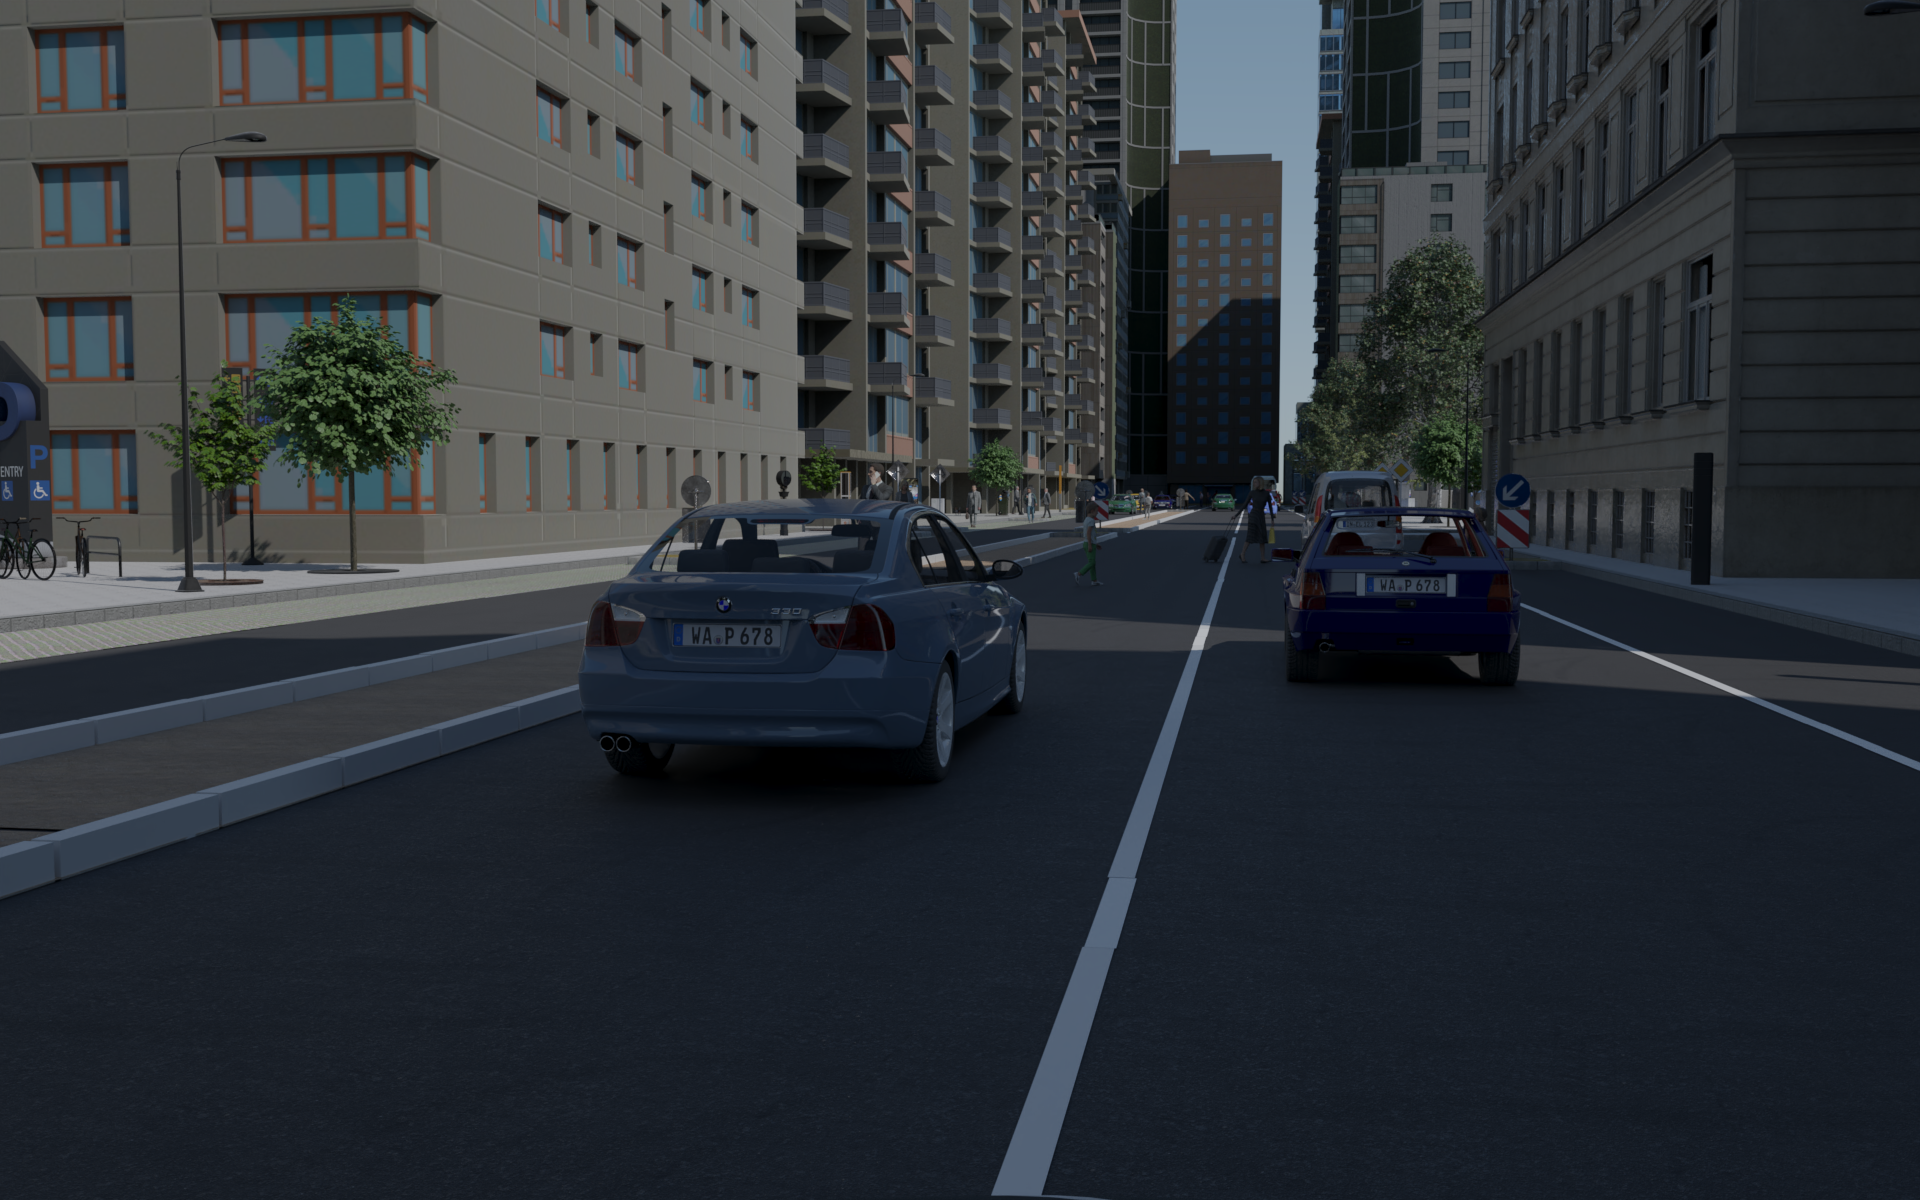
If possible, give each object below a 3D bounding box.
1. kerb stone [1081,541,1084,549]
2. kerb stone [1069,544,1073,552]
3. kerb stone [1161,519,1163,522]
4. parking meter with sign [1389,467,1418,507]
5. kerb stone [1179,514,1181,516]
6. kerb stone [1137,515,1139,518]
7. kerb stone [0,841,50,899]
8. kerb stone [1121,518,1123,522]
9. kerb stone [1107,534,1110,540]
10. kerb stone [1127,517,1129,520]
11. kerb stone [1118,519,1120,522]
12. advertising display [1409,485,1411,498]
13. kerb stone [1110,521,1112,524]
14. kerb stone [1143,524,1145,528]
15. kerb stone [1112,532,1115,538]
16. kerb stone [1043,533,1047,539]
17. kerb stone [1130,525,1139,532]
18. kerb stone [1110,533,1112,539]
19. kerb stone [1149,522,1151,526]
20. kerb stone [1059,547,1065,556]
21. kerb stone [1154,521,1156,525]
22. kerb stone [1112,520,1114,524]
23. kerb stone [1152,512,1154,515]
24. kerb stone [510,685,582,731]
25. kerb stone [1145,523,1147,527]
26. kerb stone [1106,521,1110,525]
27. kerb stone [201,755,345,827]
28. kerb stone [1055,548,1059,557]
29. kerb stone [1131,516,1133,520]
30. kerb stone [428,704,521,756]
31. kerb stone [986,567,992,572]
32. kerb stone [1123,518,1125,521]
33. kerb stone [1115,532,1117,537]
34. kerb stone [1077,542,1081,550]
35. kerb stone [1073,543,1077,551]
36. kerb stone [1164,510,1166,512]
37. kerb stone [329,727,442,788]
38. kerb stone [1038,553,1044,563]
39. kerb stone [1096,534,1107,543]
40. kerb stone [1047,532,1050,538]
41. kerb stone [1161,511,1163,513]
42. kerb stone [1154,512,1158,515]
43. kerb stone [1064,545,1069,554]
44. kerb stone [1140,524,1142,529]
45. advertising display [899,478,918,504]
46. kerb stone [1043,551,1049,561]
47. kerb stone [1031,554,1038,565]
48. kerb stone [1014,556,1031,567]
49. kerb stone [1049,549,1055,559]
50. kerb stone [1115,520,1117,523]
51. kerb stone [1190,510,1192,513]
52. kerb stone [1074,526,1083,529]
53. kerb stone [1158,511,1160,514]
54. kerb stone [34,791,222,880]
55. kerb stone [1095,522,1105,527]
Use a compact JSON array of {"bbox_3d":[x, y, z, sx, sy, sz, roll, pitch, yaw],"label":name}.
[{"bbox_3d":[3.104,-1.417,45.362,0.120,0.150,1.000,1,4,9],"label":"kerb stone"},{"bbox_3d":[2.587,-1.232,42.331,0.120,0.150,1.000,1,4,9],"label":"kerb stone"},{"bbox_3d":[9.770,-3.862,85.343,0.120,0.150,1.000,1,4,9],"label":"kerb stone"},{"bbox_3d":[28.518,-7.036,111.304,1.738,3.016,0.543,0,4,-4],"label":"parking meter with sign"},{"bbox_3d":[13.482,-5.224,107.604,0.120,0.150,1.000,1,4,9],"label":"kerb stone"},{"bbox_3d":[10.059,-4.748,99.826,0.120,0.150,1.000,1,4,9],"label":"kerb stone"},{"bbox_3d":[-3.486,0.998,5.913,0.120,0.150,1.000,1,4,9],"label":"kerb stone"},{"bbox_3d":[8.041,-4.005,87.674,0.120,0.150,1.000,1,4,9],"label":"kerb stone"},{"bbox_3d":[4.446,-1.907,53.432,0.120,0.150,1.000,1,4,9],"label":"kerb stone"},{"bbox_3d":[8.705,-4.253,91.731,0.120,0.150,1.000,1,4,9],"label":"kerb stone"},{"bbox_3d":[7.698,-3.881,85.656,0.120,0.150,1.000,1,4,9],"label":"kerb stone"},{"bbox_3d":[30.060,-6.817,116.669,0.974,1.923,0.123,-3,5,-44],"label":"advertising display"},{"bbox_3d":[6.851,-3.573,80.606,0.120,0.150,1.000,1,4,9],"label":"kerb stone"},{"bbox_3d":[7.408,-2.996,71.187,0.120,0.150,1.000,1,4,9],"label":"kerb stone"},{"bbox_3d":[4.782,-2.032,55.454,0.120,0.150,1.000,1,4,9],"label":"kerb stone"},{"bbox_3d":[2.555,-1.990,54.811,0.120,0.150,1.000,1,4,9],"label":"kerb stone"},{"bbox_3d":[6.734,-2.746,67.130,0.120,0.150,1.000,1,4,9],"label":"kerb stone"},{"bbox_3d":[4.603,-1.971,54.448,0.120,0.150,1.000,1,4,9],"label":"kerb stone"},{"bbox_3d":[8.081,-3.243,75.232,0.120,0.150,1.000,1,4,9],"label":"kerb stone"},{"bbox_3d":[2.263,-1.108,40.305,0.120,0.150,1.000,1,4,9],"label":"kerb stone"},{"bbox_3d":[8.766,-3.491,79.276,0.120,0.150,1.000,1,4,9],"label":"kerb stone"},{"bbox_3d":[7.017,-3.633,81.617,0.120,0.150,1.000,1,4,9],"label":"kerb stone"},{"bbox_3d":[12.761,-5.736,116.013,0.120,0.150,1.000,1,4,9],"label":"kerb stone"},{"bbox_3d":[-2.637,0.686,10.976,0.120,0.150,1.000,1,4,9],"label":"kerb stone"},{"bbox_3d":[7.585,-3.055,72.198,0.120,0.150,1.000,1,4,9],"label":"kerb stone"},{"bbox_3d":[6.684,-3.511,79.593,0.120,0.150,1.000,1,4,9],"label":"kerb stone"},{"bbox_3d":[-3.149,0.872,7.944,0.120,0.150,1.000,1,4,9],"label":"kerb stone"},{"bbox_3d":[2.085,-1.045,39.289,0.120,0.150,1.000,1,4,9],"label":"kerb stone"},{"bbox_3d":[9.212,-4.438,94.762,0.120,0.150,1.000,1,4,9],"label":"kerb stone"},{"bbox_3d":[-2.807,0.749,9.965,0.120,0.150,1.000,1,4,9],"label":"kerb stone"},{"bbox_3d":[0.565,-0.489,30.198,0.120,0.150,1.000,1,4,9],"label":"kerb stone"},{"bbox_3d":[8.204,-4.067,88.688,0.120,0.150,1.000,1,4,9],"label":"kerb stone"},{"bbox_3d":[4.950,-2.096,56.465,0.120,0.150,1.000,1,4,9],"label":"kerb stone"},{"bbox_3d":[2.934,-1.355,44.354,0.120,0.150,1.000,1,4,9],"label":"kerb stone"},{"bbox_3d":[2.761,-1.294,43.347,0.120,0.150,1.000,1,4,9],"label":"kerb stone"},{"bbox_3d":[15.298,-6.667,131.199,0.120,0.150,1.000,1,4,9],"label":"kerb stone"},{"bbox_3d":[-2.977,0.810,8.952,0.120,0.150,1.000,1,4,9],"label":"kerb stone"},{"bbox_3d":[1.590,-0.859,36.263,0.120,0.150,1.000,1,4,9],"label":"kerb stone"},{"bbox_3d":[4.284,-1.849,52.423,0.120,0.150,1.000,1,4,9],"label":"kerb stone"},{"bbox_3d":[2.713,-2.057,55.820,0.120,0.150,1.000,1,4,9],"label":"kerb stone"},{"bbox_3d":[14.619,-6.419,127.149,0.120,0.150,1.000,1,4,9],"label":"kerb stone"},{"bbox_3d":[13.436,-5.986,120.066,0.120,0.150,1.000,1,4,9],"label":"kerb stone"},{"bbox_3d":[2.424,-1.169,41.315,0.120,0.150,1.000,1,4,9],"label":"kerb stone"},{"bbox_3d":[7.065,-2.872,69.154,0.120,0.150,1.000,1,4,9],"label":"kerb stone"},{"bbox_3d":[-2.066,-3.899,68.957,0.974,1.923,0.123,-3,5,-41],"label":"advertising display"},{"bbox_3d":[1.755,-0.919,37.272,0.120,0.150,1.000,1,4,9],"label":"kerb stone"},{"bbox_3d":[1.414,-0.796,35.256,0.120,0.150,1.000,1,4,9],"label":"kerb stone"},{"bbox_3d":[1.240,-0.737,34.245,0.120,0.150,1.000,1,4,9],"label":"kerb stone"},{"bbox_3d":[1.918,-0.982,38.281,0.120,0.150,1.000,1,4,9],"label":"kerb stone"},{"bbox_3d":[7.352,-3.758,83.634,0.120,0.150,1.000,1,4,9],"label":"kerb stone"},{"bbox_3d":[16.690,-6.396,126.790,0.120,0.150,1.000,1,4,9],"label":"kerb stone"},{"bbox_3d":[4.665,-2.769,67.475,0.120,0.150,1.000,1,4,9],"label":"kerb stone"},{"bbox_3d":[13.943,-6.168,123.106,0.120,0.150,1.000,1,4,9],"label":"kerb stone"},{"bbox_3d":[-3.313,0.936,6.928,0.120,0.150,1.000,1,4,9],"label":"kerb stone"},{"bbox_3d":[6.180,-3.325,76.564,0.120,0.150,1.000,1,4,9],"label":"kerb stone"}]
